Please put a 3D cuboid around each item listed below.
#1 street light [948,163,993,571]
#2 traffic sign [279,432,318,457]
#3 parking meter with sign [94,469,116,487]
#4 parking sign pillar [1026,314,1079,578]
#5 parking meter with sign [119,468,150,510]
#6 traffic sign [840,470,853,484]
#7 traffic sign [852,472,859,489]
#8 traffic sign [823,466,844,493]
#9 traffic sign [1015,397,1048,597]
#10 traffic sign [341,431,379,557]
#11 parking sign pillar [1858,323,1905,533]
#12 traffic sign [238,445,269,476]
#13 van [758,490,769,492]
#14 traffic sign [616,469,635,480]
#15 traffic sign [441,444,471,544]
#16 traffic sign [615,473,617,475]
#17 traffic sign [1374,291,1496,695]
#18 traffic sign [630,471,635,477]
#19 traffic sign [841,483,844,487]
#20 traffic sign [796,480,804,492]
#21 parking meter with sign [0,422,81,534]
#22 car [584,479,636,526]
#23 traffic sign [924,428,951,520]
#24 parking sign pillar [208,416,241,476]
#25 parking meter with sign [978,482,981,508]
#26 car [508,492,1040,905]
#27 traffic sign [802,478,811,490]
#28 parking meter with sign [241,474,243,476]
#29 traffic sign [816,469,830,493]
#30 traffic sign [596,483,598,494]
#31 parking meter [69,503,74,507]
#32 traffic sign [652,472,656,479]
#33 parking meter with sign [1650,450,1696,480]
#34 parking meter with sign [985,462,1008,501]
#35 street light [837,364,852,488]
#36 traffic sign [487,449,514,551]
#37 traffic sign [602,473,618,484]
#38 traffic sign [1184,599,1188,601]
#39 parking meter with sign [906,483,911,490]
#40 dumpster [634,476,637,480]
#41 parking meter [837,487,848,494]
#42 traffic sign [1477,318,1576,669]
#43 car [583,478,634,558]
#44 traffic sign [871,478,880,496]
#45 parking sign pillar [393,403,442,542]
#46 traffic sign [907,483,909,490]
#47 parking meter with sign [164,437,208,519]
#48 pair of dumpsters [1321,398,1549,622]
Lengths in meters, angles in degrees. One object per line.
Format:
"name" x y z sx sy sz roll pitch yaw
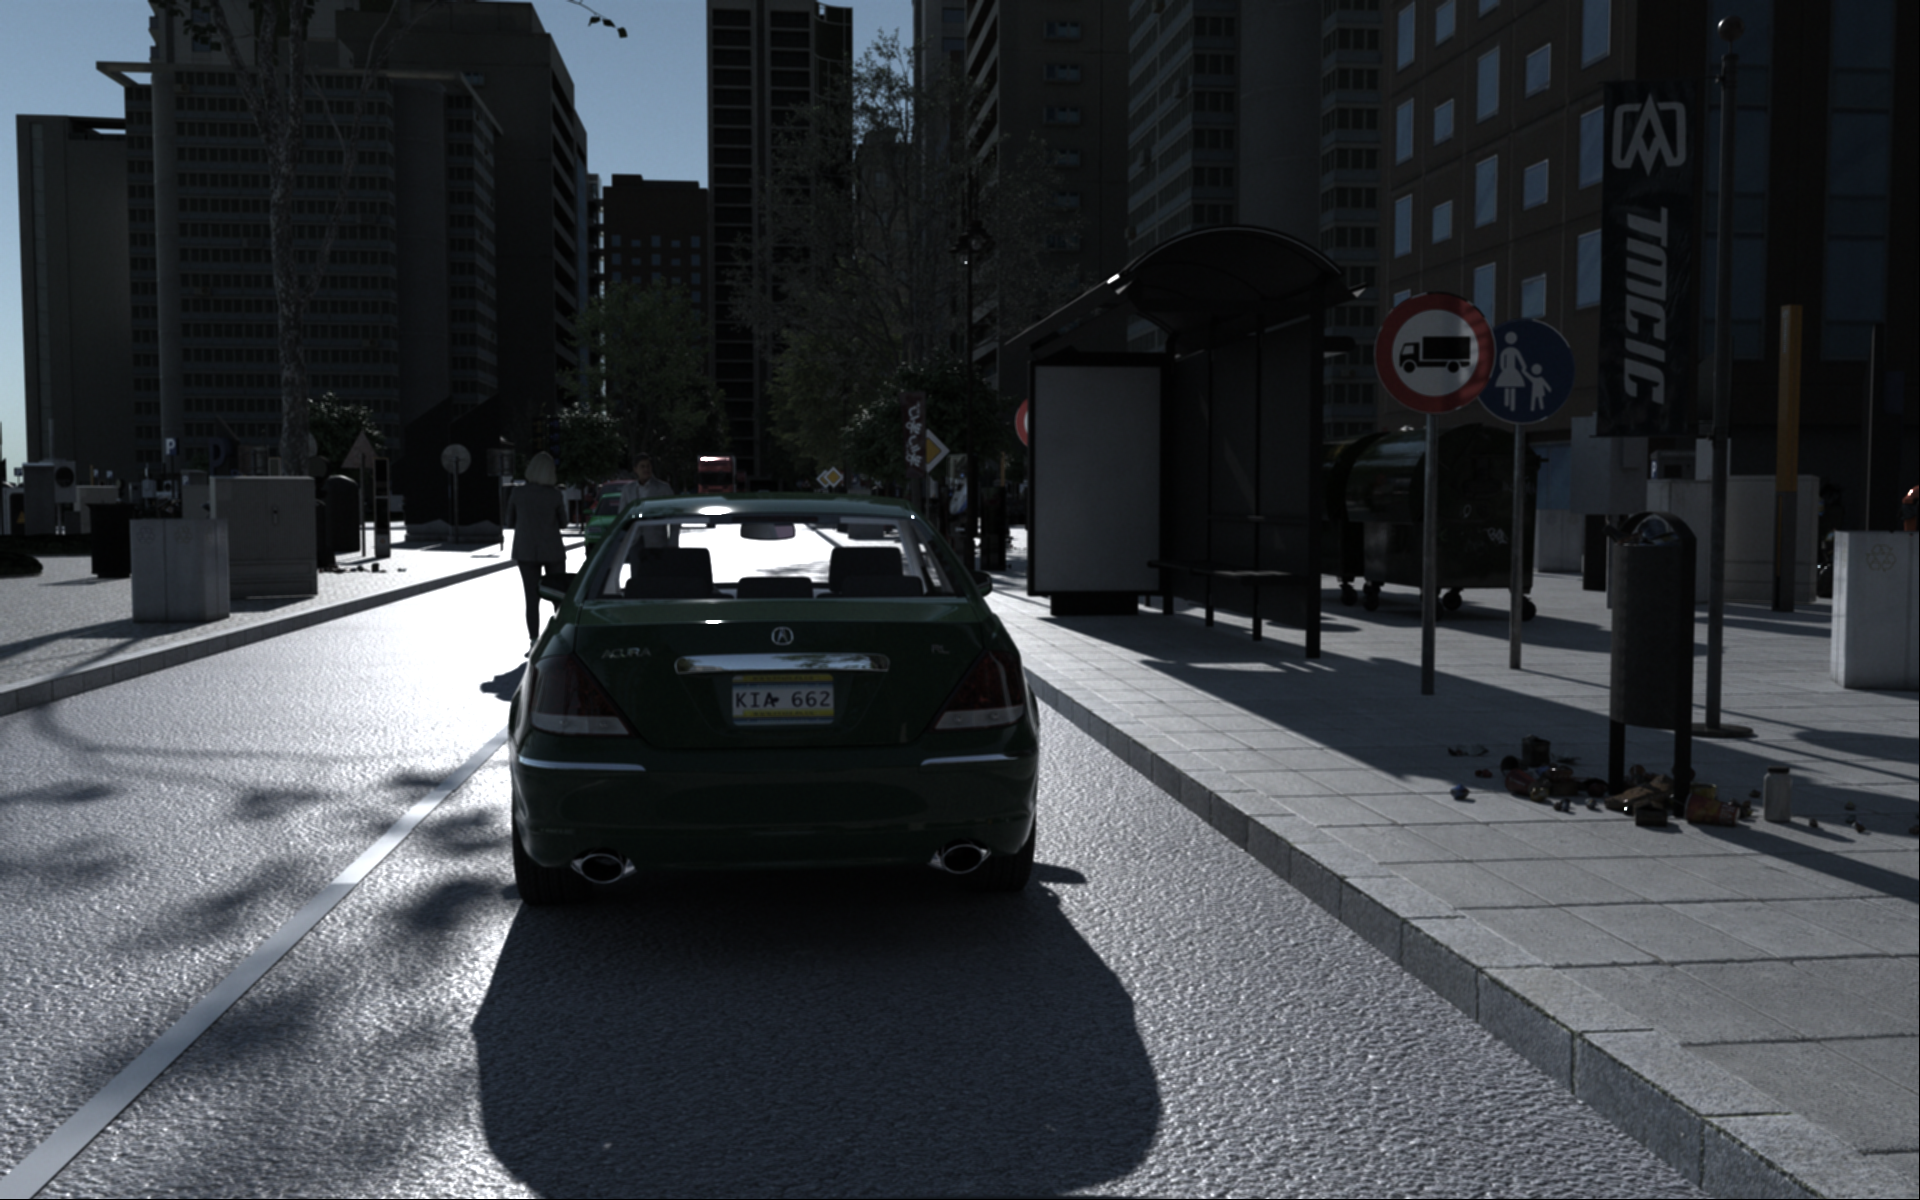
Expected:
"street light" 0.140 -3.170 24.611 0.468 5.910 1.993 0 4 -6
"traffic sign" -12.849 -2.050 33.628 0.768 2.556 0.104 0 4 3
"parking meter with sign" -60.631 -7.735 122.732 0.543 3.016 1.738 1 4 12
"parking sign pillar" 1.728 -2.312 26.269 1.447 3.967 1.447 -2 4 -32
"parking meter with sign" -55.464 -7.352 116.463 1.738 3.016 0.543 -3 5 -45
"traffic sign" -6.046 -5.608 91.802 0.768 2.556 0.104 0 4 -4
"traffic sign" -6.090 -6.008 98.338 0.768 2.556 0.104 0 4 -3
"traffic sign" -4.541 -3.581 62.195 0.795 2.450 0.064 0 4 -6
"traffic sign" 1.058 -1.310 21.524 0.768 2.556 0.104 0 4 -6
"traffic sign" -12.245 -2.171 35.501 0.884 2.594 0.081 0 4 -2
"parking sign pillar" 14.840 -2.414 27.941 1.447 3.967 1.447 1 4 21
"traffic sign" -14.822 -2.094 36.369 0.606 2.300 0.079 0 4 -6
"van" -21.267 -11.033 187.398 2.013 2.044 4.112 0 4 -8
"traffic sign" -13.388 -4.013 69.251 0.795 2.450 0.064 0 4 -6
"traffic sign" -12.811 -2.686 44.028 0.768 2.556 0.104 0 4 3
"traffic sign" -20.467 -6.304 103.079 0.884 2.594 0.081 0 4 3
"traffic sign" 2.995 -0.667 11.014 0.768 2.556 0.104 0 4 1
"traffic sign" -17.852 -5.813 95.147 0.768 2.556 0.104 0 4 -3
"traffic sign" -6.755 -6.142 101.611 0.795 2.450 0.064 0 4 1
"traffic sign" -13.121 -8.722 142.705 0.768 2.556 0.104 0 4 -3
"parking meter with sign" -22.471 -2.815 42.285 1.738 3.016 0.543 -2 4 -29
"car" -8.461 -2.201 44.654 2.281 1.827 5.304 0 4 -7
"traffic sign" -0.560 -1.785 30.366 0.795 2.450 0.064 0 4 -4
"parking sign pillar" -25.119 -4.325 59.187 1.447 3.967 1.447 3 4 38
"parking meter with sign" 0.949 -6.960 110.049 1.738 3.016 0.543 -2 4 -24
"car" -0.827 0.259 7.557 2.131 1.459 4.920 0 4 -7
"traffic sign" -12.272 -8.487 138.758 0.884 2.594 0.081 0 4 2
"parking meter with sign" -51.927 -8.013 127.269 1.738 3.016 0.543 0 4 -5
"traffic sign" -5.443 -4.066 70.129 0.795 2.450 0.064 0 4 -6
"traffic sign" -15.633 -4.562 74.698 0.768 2.556 0.104 0 4 -4
"parking meter" -59.918 -6.803 116.944 0.399 1.863 0.255 0 4 5
"traffic sign" -16.247 -5.565 90.991 0.884 2.594 0.081 0 4 -5
"parking meter with sign" 12.388 -2.070 30.114 1.738 3.016 0.543 0 4 6
"parking meter with sign" 2.168 -5.881 92.414 1.738 3.016 0.543 1 4 17
"street light" -4.112 -5.442 61.768 0.468 5.910 1.993 0 4 -6
"traffic sign" -10.368 -2.264 39.139 0.606 2.300 0.079 0 4 0
"traffic sign" -12.487 -3.527 61.316 0.795 2.450 0.064 0 4 -6
"traffic sign" 2.737 -1.265 20.794 0.768 2.556 0.104 0 4 1
"parking meter with sign" -4.156 -8.054 127.939 1.738 3.016 0.543 -2 4 -24
"dumpster" -17.504 -5.577 93.674 1.502 2.255 1.985 0 4 -7
"parking meter" -3.986 -3.076 58.704 0.372 1.533 0.369 0 3 0
"traffic sign" 4.082 -0.768 12.658 0.768 2.556 0.104 0 4 -1
"car" -7.408 -1.842 38.916 1.959 1.807 4.718 0 4 -7
"traffic sign" -3.404 -4.272 71.038 0.795 2.450 0.064 0 4 3
"parking sign pillar" -14.443 -3.597 47.291 1.447 3.967 1.447 0 4 -1
"traffic sign" -1.880 -3.841 62.900 0.768 2.556 0.104 0 4 3
"parking meter with sign" -23.931 -3.545 54.216 0.543 3.016 1.738 2 4 27
"pair of dumpsters" 4.945 -1.033 19.378 1.574 2.255 4.437 0 4 -6
